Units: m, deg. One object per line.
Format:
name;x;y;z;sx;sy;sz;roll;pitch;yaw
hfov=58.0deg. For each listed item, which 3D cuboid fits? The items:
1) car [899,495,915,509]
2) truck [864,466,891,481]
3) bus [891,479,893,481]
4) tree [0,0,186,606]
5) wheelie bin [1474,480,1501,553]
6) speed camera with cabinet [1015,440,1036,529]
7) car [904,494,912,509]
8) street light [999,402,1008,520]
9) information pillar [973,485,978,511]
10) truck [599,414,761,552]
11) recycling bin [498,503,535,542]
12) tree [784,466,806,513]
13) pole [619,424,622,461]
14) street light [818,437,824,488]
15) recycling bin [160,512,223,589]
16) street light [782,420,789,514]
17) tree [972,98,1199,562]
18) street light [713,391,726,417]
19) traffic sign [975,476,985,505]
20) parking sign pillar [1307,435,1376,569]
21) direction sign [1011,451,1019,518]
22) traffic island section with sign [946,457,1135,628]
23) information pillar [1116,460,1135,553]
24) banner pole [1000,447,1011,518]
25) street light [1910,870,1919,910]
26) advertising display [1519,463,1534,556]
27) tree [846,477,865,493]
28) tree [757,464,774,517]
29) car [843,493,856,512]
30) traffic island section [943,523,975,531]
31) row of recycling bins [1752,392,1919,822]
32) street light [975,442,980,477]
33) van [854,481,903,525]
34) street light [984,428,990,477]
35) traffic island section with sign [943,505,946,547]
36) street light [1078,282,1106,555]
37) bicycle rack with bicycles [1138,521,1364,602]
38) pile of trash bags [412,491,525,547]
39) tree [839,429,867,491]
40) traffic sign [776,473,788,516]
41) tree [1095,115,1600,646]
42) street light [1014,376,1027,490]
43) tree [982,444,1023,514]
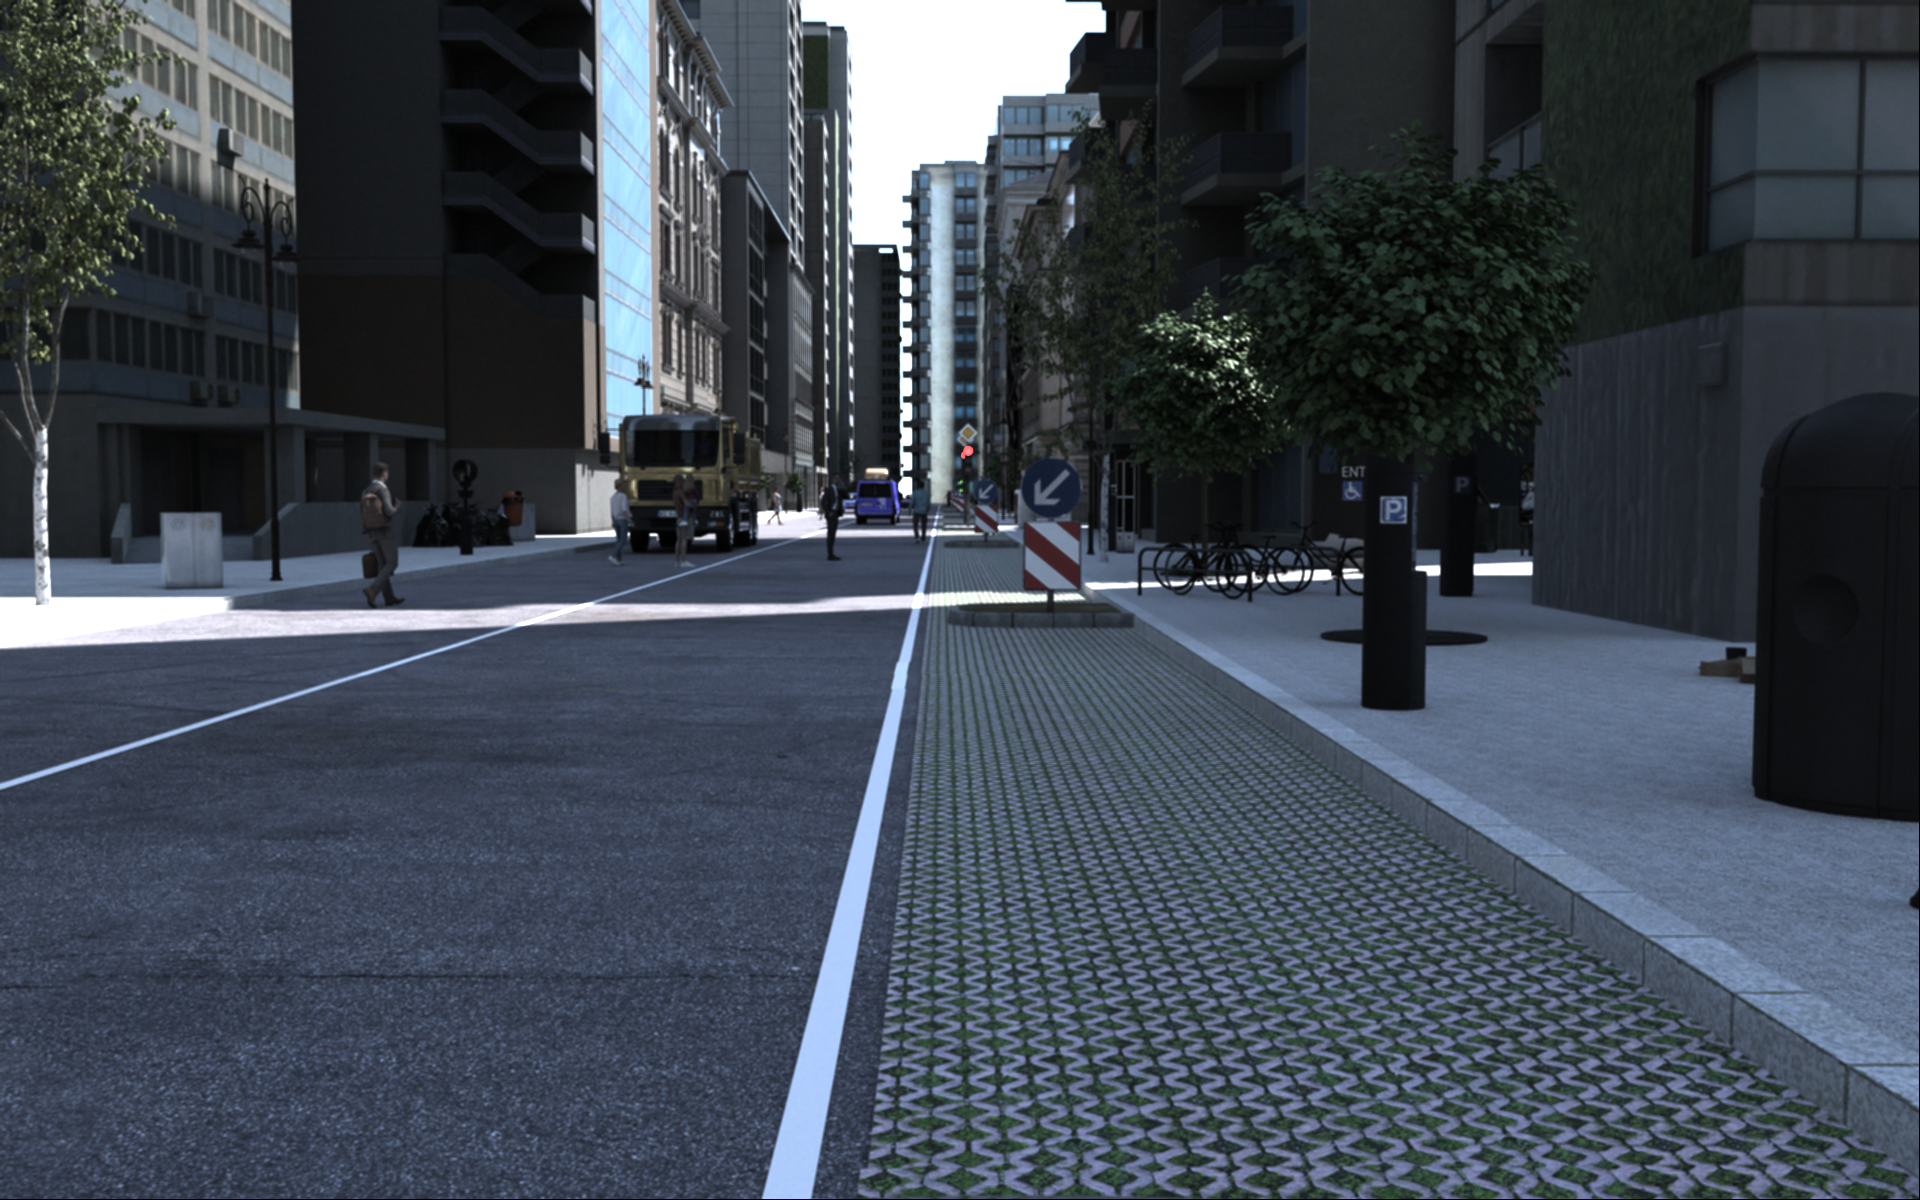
car;-5.042;-9.165;162.435;1.945;1.354;3.894;0;4;0
truck;-8.323;-11.364;174.715;2.839;4.237;11.283;0;4;-1
bus;-9.196;-12.724;202.896;2.948;3.499;13.247;0;3;0
tree;-10.766;-4.251;19.866;4.737;8.622;4.395;0;3;0
wheelie bin;11.353;-1.832;37.856;0.693;1.594;0.980;3;5;39
speed camera with cabinet;2.459;-4.275;64.238;0.660;3.252;2.038;0;4;-8
car;-4.689;-9.983;172.259;2.155;1.783;4.494;0;4;0
street light;2.177;-6.974;86.821;0.468;5.910;1.993;0;4;-1
information pillar;1.187;-7.884;133.393;0.304;2.012;0.304;-2;4;-23
truck;-6.917;-2.999;44.964;3.469;3.379;9.791;0;4;-1
recycling bin;-12.056;-2.114;47.116;0.722;1.027;0.722;1;4;21
tree;-11.334;-7.641;119.533;1.663;3.219;1.824;0;3;0
pole;-9.771;-3.449;50.242;0.158;3.312;0.155;0;3;0
street light;-11.295;-10.251;140.384;0.468;5.910;1.993;0;4;-1
recycling bin;-10.524;-0.683;23.721;0.722;1.027;0.722;-2;4;-28
street light;-10.932;-8.315;108.736;0.468;5.910;1.993;0;4;-1
tree;2.607;-5.028;32.576;4.737;8.622;4.395;0;3;0
street light;-10.619;-6.343;76.499;0.468;5.910;1.993;0;4;-1
traffic sign;1.449;-7.536;123.324;0.768;2.556;0.104;0;4;6
parking sign pillar;6.846;-2.561;30.338;1.447;3.967;1.447;0;4;4
direction sign;2.895;-6.059;91.067;0.379;3.537;0.876;-2;4;-25
traffic island section with sign;0.866;-0.655;19.340;1.989;1.847;2.006;0;4;-1
information pillar;3.598;-2.027;37.639;0.304;2.012;0.304;-2;4;-26
banner pole;2.473;-6.268;92.493;0.863;3.779;0.401;3;4;36
street light;3.047;-1.982;5.189;0.468;5.910;1.993;0;4;-1
advertising display;11.902;-1.865;35.712;0.123;1.923;0.974;-1;4;-22
tree;-12.037;-12.302;195.738;1.663;3.219;1.824;0;3;0
tree;-11.324;-6.165;95.398;1.663;3.219;1.824;0;3;0
car;-8.786;-8.001;140.407;1.945;1.707;3.694;0;4;-1
traffic island section;0.344;-2.828;68.512;2.009;0.180;2.903;0;4;-1
row of recycling bins;5.119;-0.017;7.388;3.534;1.692;1.069;-1;4;-12
street light;1.546;-10.881;150.696;0.468;5.910;1.993;0;4;-1
van;-3.915;-4.807;82.981;2.240;2.365;5.245;0;4;1
street light;1.857;-8.946;119.047;0.468;5.910;1.993;0;4;-1
traffic island section with sign;0.576;-2.328;46.697;1.989;1.847;2.006;0;4;-1
street light;2.777;-3.904;36.623;0.468;5.910;1.993;0;4;-1
bicycle rack with bicycles;3.508;-0.529;22.034;2.852;0.926;2.925;-3;5;-41
pile of trash bags;-11.951;-2.042;43.141;1.912;1.369;3.447;1;4;20
tree;-12.459;-14.712;190.904;4.360;8.622;3.978;0;3;0
traffic sign;-10.570;-6.275;102.704;0.768;2.556;0.104;0;4;8
tree;3.862;-1.923;15.161;4.285;4.588;4.351;0;3;0
street light;2.382;-5.827;68.055;0.468;5.910;1.993;0;4;-1
tree;3.097;-7.921;113.225;4.285;4.588;4.351;0;3;0
